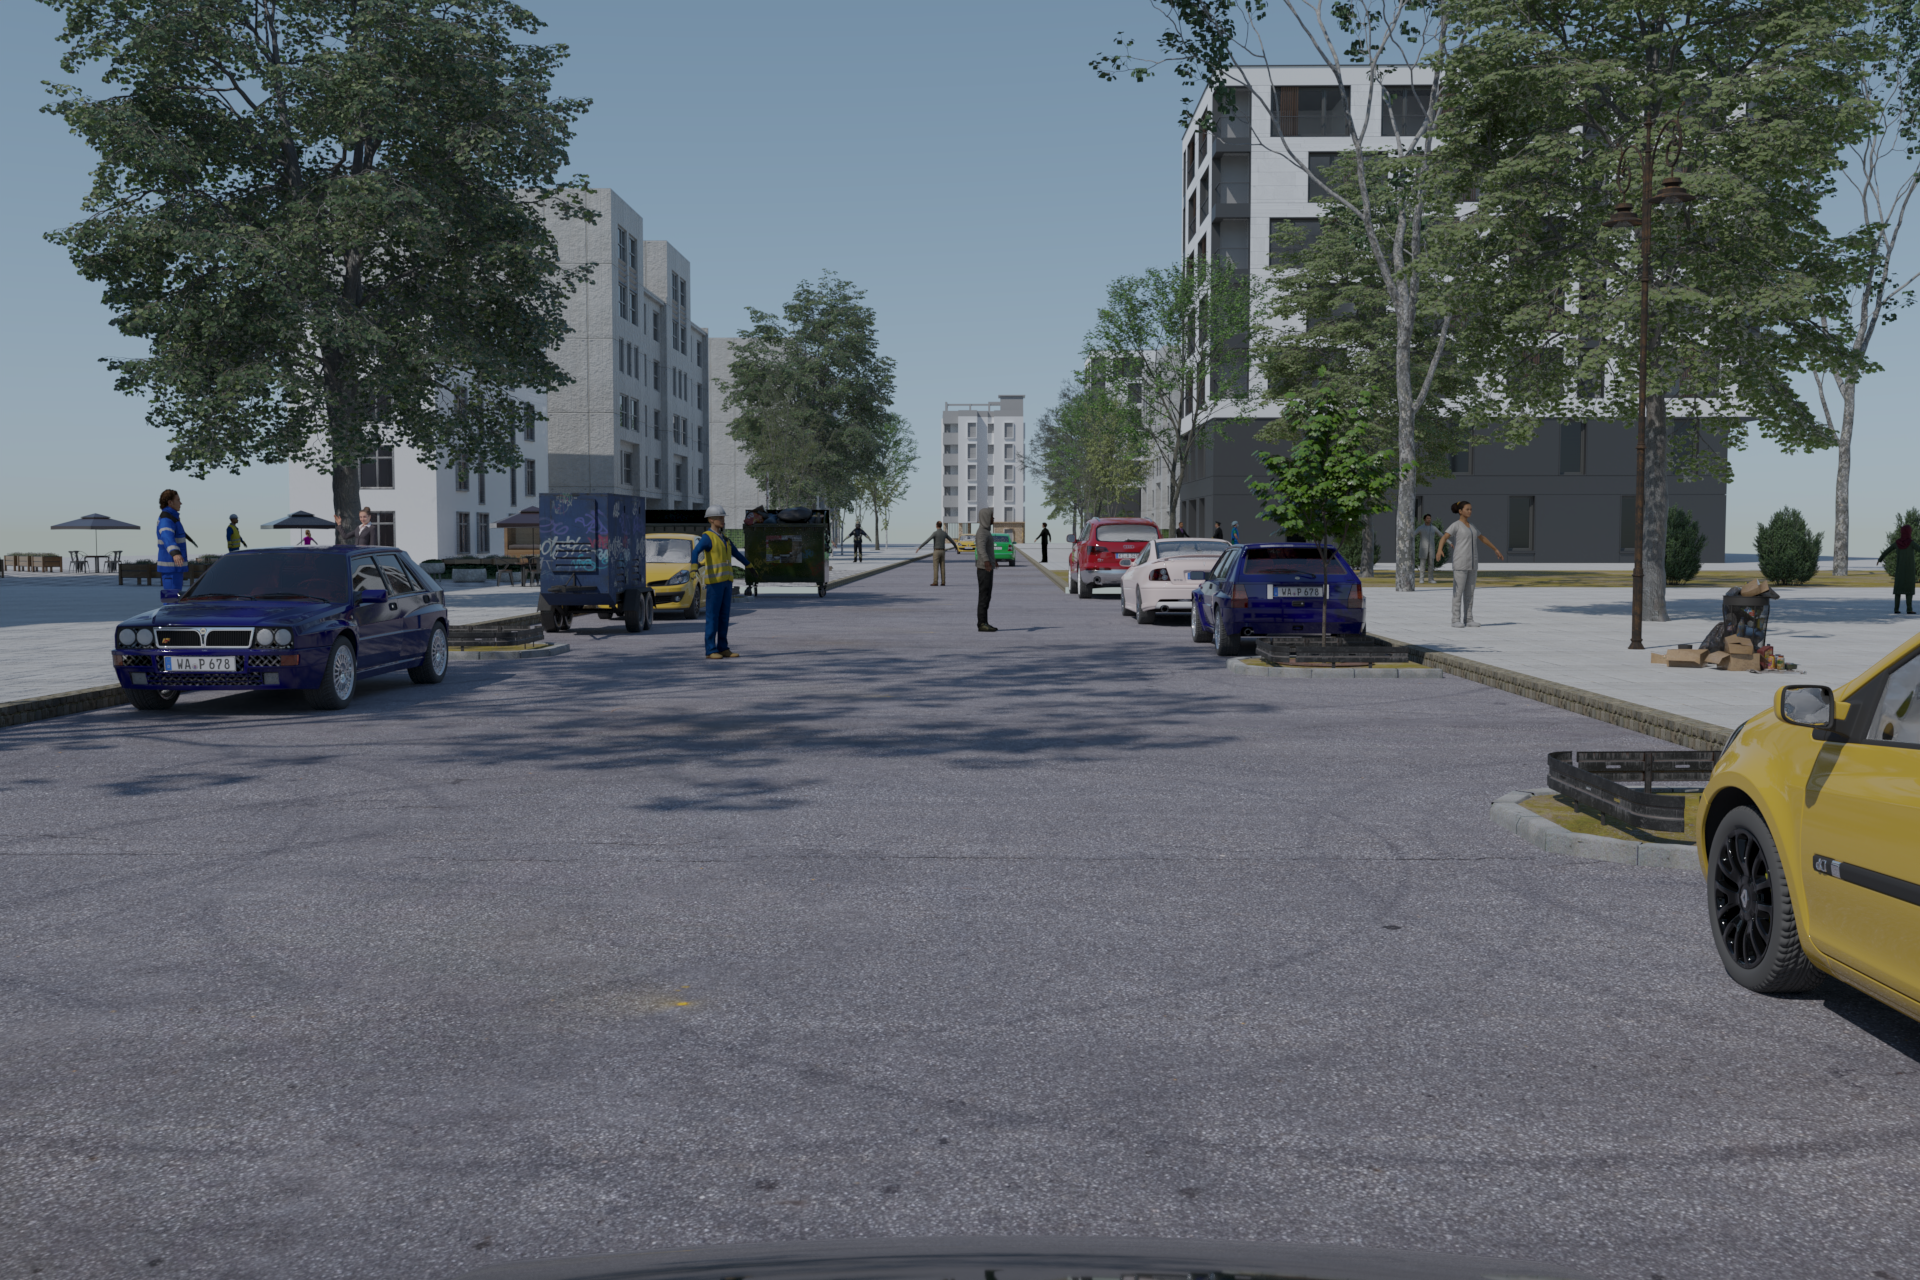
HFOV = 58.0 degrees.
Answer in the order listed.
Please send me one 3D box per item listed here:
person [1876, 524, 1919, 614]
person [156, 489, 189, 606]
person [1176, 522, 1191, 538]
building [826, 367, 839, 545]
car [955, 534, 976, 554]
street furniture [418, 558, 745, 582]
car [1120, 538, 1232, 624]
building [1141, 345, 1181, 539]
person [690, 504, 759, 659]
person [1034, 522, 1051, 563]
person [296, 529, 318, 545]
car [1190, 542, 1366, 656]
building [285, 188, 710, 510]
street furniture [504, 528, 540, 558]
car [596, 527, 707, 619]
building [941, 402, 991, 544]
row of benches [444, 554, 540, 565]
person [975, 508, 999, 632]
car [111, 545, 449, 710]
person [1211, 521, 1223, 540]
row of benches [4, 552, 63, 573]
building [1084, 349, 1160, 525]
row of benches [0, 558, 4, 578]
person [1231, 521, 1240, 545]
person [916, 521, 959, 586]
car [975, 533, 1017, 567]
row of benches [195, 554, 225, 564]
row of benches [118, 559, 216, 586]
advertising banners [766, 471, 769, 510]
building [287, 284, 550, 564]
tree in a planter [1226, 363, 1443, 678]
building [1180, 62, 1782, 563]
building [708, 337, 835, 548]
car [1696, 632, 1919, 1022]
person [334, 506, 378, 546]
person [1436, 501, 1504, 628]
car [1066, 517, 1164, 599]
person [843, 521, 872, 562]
[{"bbox_3d":[15.233,-1.141,27.861,0.599,1.438,0.989,-3,4,-36],"label":"person"},{"bbox_3d":[-9.570,-0.925,21.107,0.704,1.831,1.345,-1,4,-22],"label":"person"},{"bbox_3d":[9.527,-4.185,74.655,1.346,1.802,0.704,-3,4,-36],"label":"person"},{"bbox_3d":[-19.795,-20.721,195.213,16.016,20.090,11.380,0,4,1],"label":"building"},{"bbox_3d":[0.637,-6.984,124.410,2.015,1.641,3.980,0,4,1],"label":"car"},{"bbox_3d":[-11.120,-1.970,47.832,10.072,0.657,5.734,0,4,8],"label":"street furniture"},{"bbox_3d":[3.749,-1.009,28.856,2.083,1.381,4.827,0,4,0],"label":"car"},{"bbox_3d":[27.569,-18.608,170.705,16.747,18.905,31.486,0,4,1],"label":"building"},{"bbox_3d":[-2.727,-0.675,19.954,0.721,1.772,1.216,2,4,29],"label":"person"},{"bbox_3d":[3.754,-4.358,77.434,0.705,1.806,1.347,2,4,35],"label":"person"},{"bbox_3d":[-21.515,-2.922,57.034,0.599,1.433,0.991,2,4,35],"label":"person"},{"bbox_3d":[3.908,-0.556,21.676,1.945,1.354,3.894,0,4,1],"label":"car"},{"bbox_3d":[-25.994,-14.572,104.707,16.747,18.905,31.486,0,4,1],"label":"building"},{"bbox_3d":[-11.956,-3.334,61.360,9.812,1.723,11.010,0,4,-7],"label":"street furniture"},{"bbox_3d":[-5.232,-1.233,30.384,2.015,1.641,3.980,0,4,1],"label":"car"},{"bbox_3d":[-2.177,-23.248,238.974,11.380,20.090,16.016,0,4,-2],"label":"building"},{"bbox_3d":[-14.067,-2.311,53.244,1.422,0.672,4.104,2,4,35],"label":"row of benches"},{"bbox_3d":[0.403,-1.033,25.476,0.705,1.813,1.348,0,4,6],"label":"person"},{"bbox_3d":[-5.864,-0.169,15.340,1.945,1.354,3.894,0,4,1],"label":"car"},{"bbox_3d":[11.069,-4.194,74.507,0.705,1.837,1.347,2,4,30],"label":"person"},{"bbox_3d":[-31.548,-2.661,58.966,4.104,0.672,1.422,3,5,45],"label":"row of benches"},{"bbox_3d":[28.709,-22.250,207.768,27.936,21.610,32.646,0,4,1],"label":"building"},{"bbox_3d":[-29.268,-2.235,51.999,1.422,0.672,4.104,-2,4,-34],"label":"row of benches"},{"bbox_3d":[11.320,-3.974,71.104,0.704,1.817,1.347,0,4,2],"label":"person"},{"bbox_3d":[-0.588,-2.389,47.792,1.348,1.796,0.705,-2,4,-30],"label":"person"},{"bbox_3d":[1.573,-4.198,77.439,1.959,1.807,4.718,0,4,1],"label":"car"},{"bbox_3d":[-22.437,-2.281,52.753,1.422,0.672,4.104,-3,4,-38],"label":"row of benches"},{"bbox_3d":[-19.130,-1.681,42.954,4.104,0.672,1.422,2,4,24],"label":"row of benches"},{"bbox_3d":[-5.402,-3.155,47.771,0.090,3.025,2.074,0,4,2],"label":"advertising banners"},{"bbox_3d":[-21.651,-7.971,72.481,9.099,9.664,28.070,0,4,2],"label":"building"},{"bbox_3d":[3.836,-1.279,18.131,1.991,3.239,1.994,0,4,2],"label":"tree in a planter"},{"bbox_3d":[25.431,-15.161,91.862,27.936,21.610,32.646,0,4,1],"label":"building"},{"bbox_3d":[-22.551,-18.675,171.795,16.747,18.905,31.486,0,4,2],"label":"building"},{"bbox_3d":[3.263,0.366,4.242,2.015,1.641,3.980,0,4,2],"label":"car"},{"bbox_3d":[-9.750,-1.290,27.934,0.742,1.727,0.445,0,4,-4],"label":"person"},{"bbox_3d":[6.988,-1.041,23.793,1.217,1.739,0.721,-2,4,-29],"label":"person"},{"bbox_3d":[3.630,-1.911,39.910,2.281,1.827,5.304,0,4,0],"label":"car"},{"bbox_3d":[-4.617,-4.429,78.189,1.354,1.856,0.705,1,4,14],"label":"person"}]
